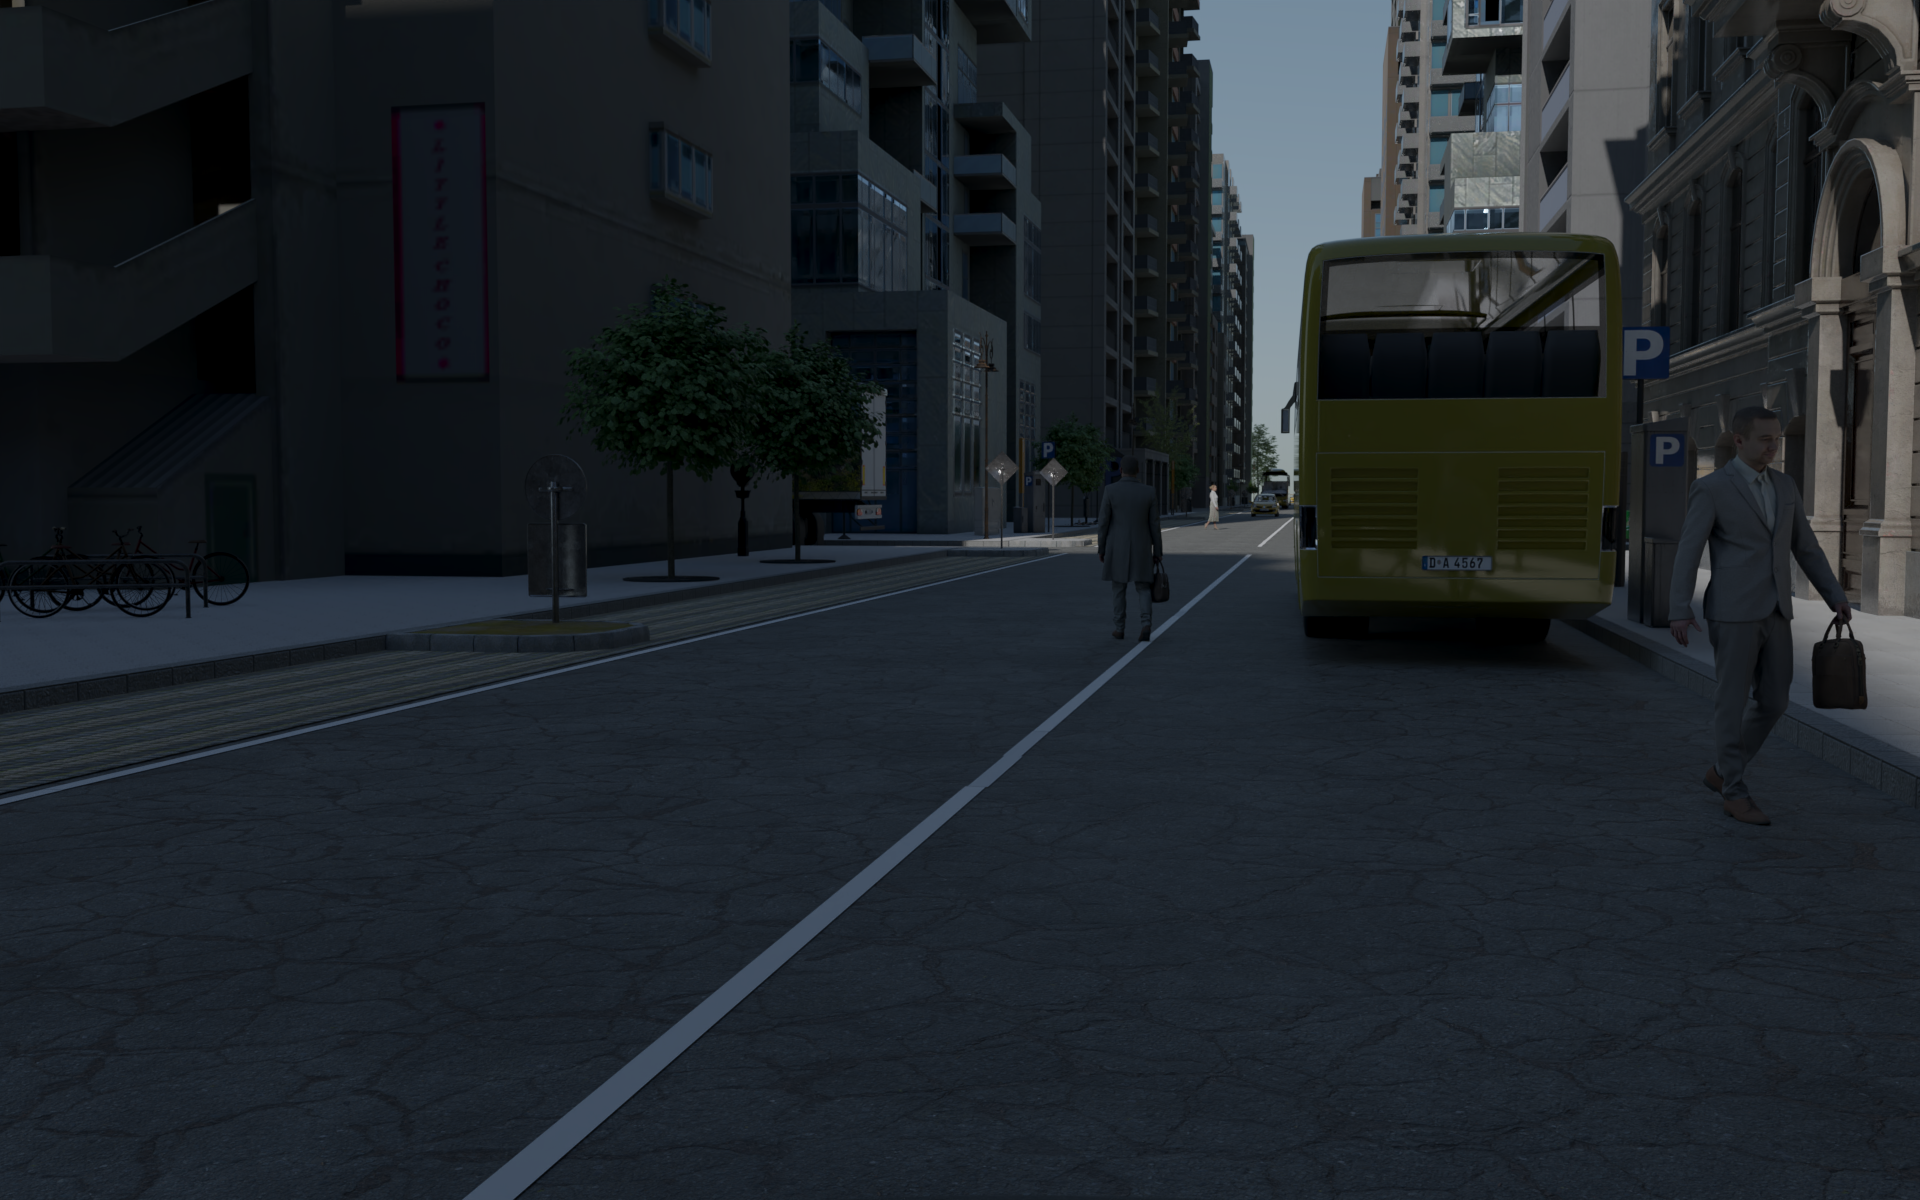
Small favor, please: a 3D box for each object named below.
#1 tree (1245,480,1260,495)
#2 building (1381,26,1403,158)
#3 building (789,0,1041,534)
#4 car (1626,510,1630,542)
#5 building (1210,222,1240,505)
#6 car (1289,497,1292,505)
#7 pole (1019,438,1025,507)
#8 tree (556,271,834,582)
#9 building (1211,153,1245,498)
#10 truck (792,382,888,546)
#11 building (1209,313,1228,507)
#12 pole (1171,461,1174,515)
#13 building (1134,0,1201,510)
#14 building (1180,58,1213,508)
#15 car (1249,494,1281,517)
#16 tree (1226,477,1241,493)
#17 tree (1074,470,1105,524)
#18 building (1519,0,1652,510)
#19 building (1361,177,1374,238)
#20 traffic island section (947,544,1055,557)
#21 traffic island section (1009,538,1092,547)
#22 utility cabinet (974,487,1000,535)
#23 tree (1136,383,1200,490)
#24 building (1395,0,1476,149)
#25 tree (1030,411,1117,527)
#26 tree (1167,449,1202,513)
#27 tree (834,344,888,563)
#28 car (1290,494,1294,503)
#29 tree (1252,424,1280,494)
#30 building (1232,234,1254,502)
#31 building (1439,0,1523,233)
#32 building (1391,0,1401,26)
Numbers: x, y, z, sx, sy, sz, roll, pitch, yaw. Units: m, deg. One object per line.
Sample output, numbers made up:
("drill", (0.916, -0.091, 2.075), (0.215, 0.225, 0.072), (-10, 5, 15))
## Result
("tree", (39.790, -14.853, 237.450), (1.663, 3.219, 1.824), (0, 3, 0))
("building", (46.769, -31.353, 162.726), (14.600, 45.320, 14.200), (1, 4, 12))
("building", (-8.157, -46.306, 69.776), (22.319, 86.520, 31.000), (1, 4, 12))
("car", (18.425, -2.032, 42.015), (4.718, 1.807, 1.959), (1, 4, 10))
("building", (19.210, -32.294, 219.892), (32.217, 40.220, 23.993), (1, 4, 12))
("car", (40.954, -12.858, 219.022), (1.959, 1.807, 4.718), (1, 4, 10))
("pole", (2.252, -4.242, 63.207), (0.158, 3.312, 0.155), (0, 3, 0))
("tree", (-4.222, -2.570, 25.733), (4.285, 4.588, 4.351), (0, 3, 0))
("building", (28.245, -38.286, 245.581), (23.786, 49.044, 30.456), (1, 4, 12))
("truck", (-7.658, -3.483, 45.860), (11.283, 4.237, 2.839), (1, 4, 13))
("building", (13.538, -20.659, 182.806), (27.650, 21.520, 28.899), (1, 4, 12))
("pole", (12.929, -6.816, 105.287), (0.158, 3.312, 0.155), (0, 3, 0))
("building", (7.563, -29.646, 139.342), (22.147, 44.769, 28.867), (1, 4, 12))
("building", (15.658, -29.117, 159.665), (14.154, 41.232, 14.086), (1, 4, 12))
("car", (19.401, -6.105, 110.045), (2.015, 1.641, 3.980), (1, 4, 12))
("tree", (31.192, -12.490, 198.809), (1.663, 3.219, 1.824), (0, 3, 0))
("tree", (5.524, -4.863, 74.103), (1.663, 3.219, 1.824), (0, 3, 0))
("building", (32.462, -31.125, 50.893), (28.212, 58.520, 21.231), (1, 4, 12))
("building", (61.899, -35.886, 236.845), (14.600, 45.320, 14.200), (1, 4, 12))
("traffic island section", (0.958, -1.126, 40.695), (2.009, 0.180, 2.903), (1, 4, 12))
("traffic island section", (2.587, -1.604, 48.512), (2.009, 0.180, 2.903), (1, 4, 12))
("utility cabinet", (0.858, -2.767, 53.915), (0.318, 1.500, 1.173), (2, 4, 28))
("tree", (13.699, -10.090, 115.328), (4.737, 8.622, 4.395), (0, 3, 0))
("building", (46.710, -31.800, 139.541), (23.786, 49.044, 30.456), (1, 4, 12))
("tree", (4.437, -5.142, 67.792), (4.285, 4.588, 4.351), (0, 3, 0))
("tree", (15.023, -8.308, 119.543), (4.285, 4.588, 4.351), (0, 3, 0))
("tree", (-3.099, -2.984, 32.503), (4.285, 4.588, 4.351), (0, 3, 0))
("car", (47.960, -14.729, 251.036), (2.015, 1.641, 3.980), (1, 4, 12))
("tree", (47.867, -22.056, 278.744), (7.486, 12.596, 7.792), (0, 3, 0))
("building", (37.736, -35.655, 266.554), (14.154, 41.232, 14.086), (1, 4, 12))
("building", (34.472, -47.530, 89.791), (22.319, 86.520, 31.000), (1, 4, 12))
("building", (52.831, -45.286, 178.672), (20.563, 71.187, 20.611), (1, 4, 12))
